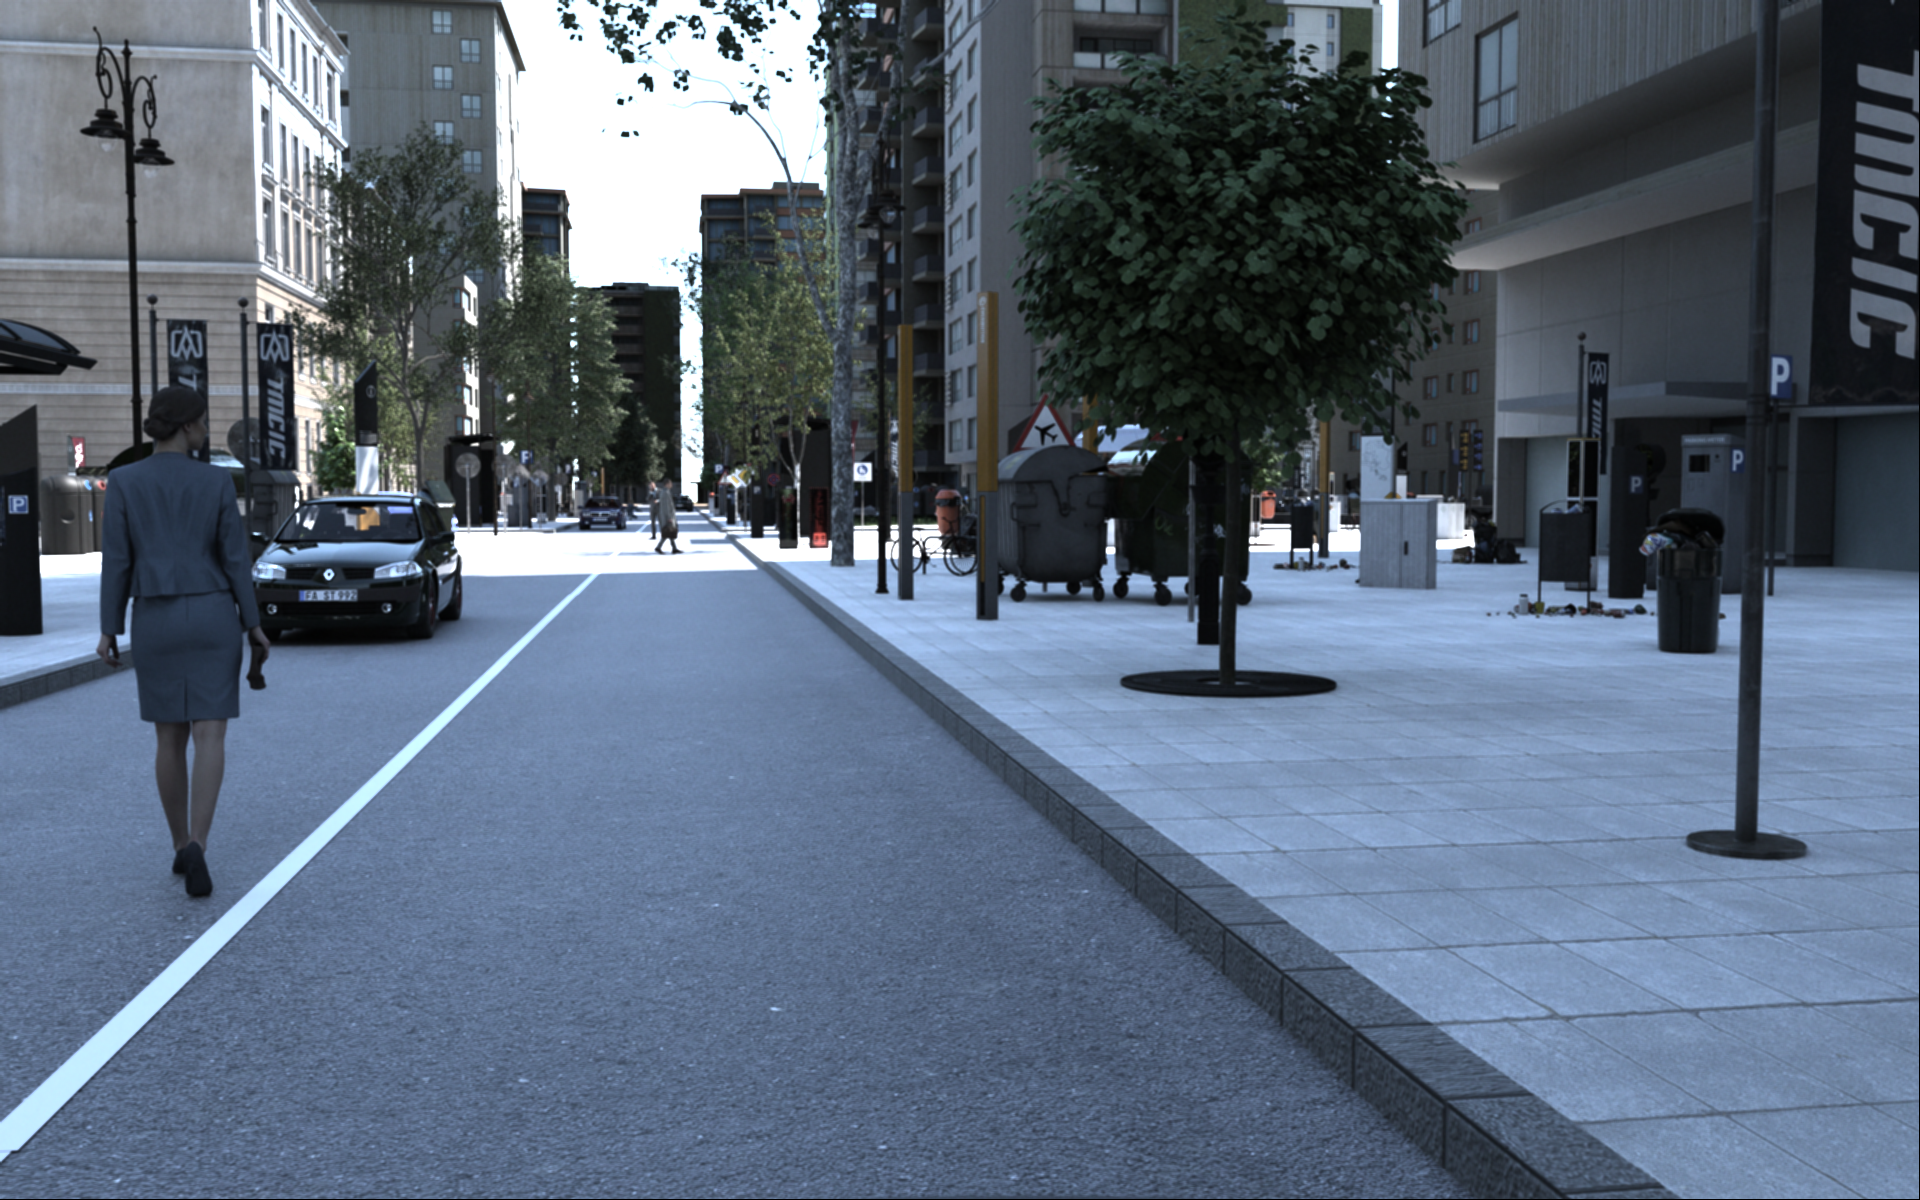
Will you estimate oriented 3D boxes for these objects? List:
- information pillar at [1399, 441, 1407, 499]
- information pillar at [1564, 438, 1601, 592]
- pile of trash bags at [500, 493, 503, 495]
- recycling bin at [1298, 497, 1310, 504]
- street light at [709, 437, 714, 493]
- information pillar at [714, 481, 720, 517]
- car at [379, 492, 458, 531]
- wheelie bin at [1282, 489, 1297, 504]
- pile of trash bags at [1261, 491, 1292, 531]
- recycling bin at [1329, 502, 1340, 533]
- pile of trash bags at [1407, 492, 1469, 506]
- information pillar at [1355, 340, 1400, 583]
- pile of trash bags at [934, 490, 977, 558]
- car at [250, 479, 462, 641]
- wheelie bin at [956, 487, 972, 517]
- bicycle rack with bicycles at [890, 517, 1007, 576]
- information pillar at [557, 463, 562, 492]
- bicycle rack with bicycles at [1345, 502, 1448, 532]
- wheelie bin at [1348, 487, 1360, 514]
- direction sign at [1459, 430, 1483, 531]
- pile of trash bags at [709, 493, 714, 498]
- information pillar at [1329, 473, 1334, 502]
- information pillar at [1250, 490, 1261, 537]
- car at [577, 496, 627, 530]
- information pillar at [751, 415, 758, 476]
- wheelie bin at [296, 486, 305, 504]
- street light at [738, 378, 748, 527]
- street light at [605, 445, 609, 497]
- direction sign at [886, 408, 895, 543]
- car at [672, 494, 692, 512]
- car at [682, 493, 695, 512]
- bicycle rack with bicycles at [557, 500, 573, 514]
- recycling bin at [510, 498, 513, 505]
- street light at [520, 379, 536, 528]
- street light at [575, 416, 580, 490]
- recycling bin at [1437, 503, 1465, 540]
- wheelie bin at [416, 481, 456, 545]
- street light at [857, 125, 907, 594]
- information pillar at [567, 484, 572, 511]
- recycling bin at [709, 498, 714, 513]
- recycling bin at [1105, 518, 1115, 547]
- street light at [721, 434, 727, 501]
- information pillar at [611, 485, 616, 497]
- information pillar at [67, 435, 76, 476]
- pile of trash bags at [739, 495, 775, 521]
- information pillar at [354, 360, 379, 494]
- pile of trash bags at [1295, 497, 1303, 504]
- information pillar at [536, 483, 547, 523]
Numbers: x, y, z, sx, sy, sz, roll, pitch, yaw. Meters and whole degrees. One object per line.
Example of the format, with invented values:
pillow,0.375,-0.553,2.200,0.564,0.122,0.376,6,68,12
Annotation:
information pillar,19.525,-5.210,76.540,0.504,3.616,0.183,-1,4,-13
information pillar,8.232,-1.127,22.911,0.304,2.012,0.304,-1,4,-21
pile of trash bags,-33.060,-7.204,127.538,1.912,1.369,3.447,-3,5,-40
recycling bin,25.399,-7.058,127.948,0.722,1.027,0.722,2,4,24
street light,-19.857,-10.131,138.421,0.468,5.910,1.993,-1,4,-9
information pillar,-13.878,-5.767,98.780,0.304,2.012,0.304,0,4,-4
car,-19.086,-3.032,59.164,3.694,1.707,1.945,-1,4,-10
wheelie bin,20.499,-6.099,107.626,0.980,1.594,0.693,2,4,27
pile of trash bags,9.315,-2.998,58.768,3.447,1.369,1.912,-2,4,-30
recycling bin,12.227,-2.747,57.471,0.722,1.027,0.722,1,4,16
pile of trash bags,22.753,-4.448,82.471,3.447,1.369,1.912,2,4,30
information pillar,5.952,-2.043,24.762,0.504,3.616,0.183,3,5,40
pile of trash bags,0.602,-1.619,36.227,1.912,1.369,3.447,2,4,35
car,-6.299,-0.518,18.256,2.009,1.686,4.222,-1,4,-10
wheelie bin,0.083,-4.166,76.026,0.980,1.594,0.693,3,5,40
bicycle rack with bicycles,0.707,-0.878,27.738,2.925,0.926,2.852,3,4,36
information pillar,-30.544,-8.616,132.223,0.504,3.616,0.183,2,4,33
bicycle rack with bicycles,14.270,-2.668,57.006,2.852,0.926,2.925,0,4,-8
wheelie bin,17.183,-4.107,75.052,0.693,1.594,0.980,1,4,16
direction sign,17.953,-4.216,60.935,0.876,3.537,0.379,-1,4,-12
pile of trash bags,-18.818,-7.703,135.701,1.912,1.369,3.447,1,4,15
information pillar,12.681,-3.378,59.721,0.304,2.012,0.304,3,5,42
information pillar,8.736,-2.868,51.385,0.304,2.012,0.304,-1,4,-11
car,-14.480,-3.527,70.244,1.945,1.354,3.894,0,4,-8
information pillar,-6.029,-3.646,50.959,0.183,3.616,0.504,0,4,8
wheelie bin,-25.046,-3.500,65.136,0.980,1.594,0.693,3,5,43
street light,-8.451,-5.823,67.994,0.468,5.910,1.993,-1,4,-9
street light,-27.403,-9.867,134.117,0.468,5.910,1.993,-1,4,-9
direction sign,-1.876,-3.297,45.911,0.379,3.537,0.876,0,4,1
car,-22.069,-7.732,136.197,2.009,1.686,4.222,-1,4,-10
car,-22.853,-8.129,142.702,2.009,1.686,4.222,-1,4,-9
bicycle rack with bicycles,-26.819,-6.148,113.901,2.852,0.926,2.925,-3,4,-38
recycling bin,-29.345,-6.247,114.699,0.722,1.027,0.722,0,4,-1
street light,-16.048,-5.609,64.496,0.468,5.910,1.993,-1,4,-9
street light,-21.855,-7.737,99.285,0.468,5.910,1.993,-1,4,-9
recycling bin,13.674,-2.209,48.670,0.722,1.027,0.722,-3,4,-37
wheelie bin,-12.277,-1.990,40.451,0.693,1.594,0.980,2,4,28
street light,-1.008,-3.025,22.243,0.468,5.910,1.993,-1,4,-9
information pillar,-28.825,-7.539,127.760,0.304,2.012,0.304,0,4,-6
recycling bin,-16.908,-6.572,120.009,0.722,1.027,0.722,-3,5,-43
recycling bin,3.845,-1.804,42.048,0.722,1.027,0.722,-2,4,-35
street light,-14.145,-8.002,103.617,0.468,5.910,1.993,-1,4,-9
information pillar,-27.558,-8.146,137.682,0.304,2.012,0.304,1,4,12
information pillar,-34.901,-4.700,68.207,0.504,3.616,0.183,1,4,18
pile of trash bags,-9.767,-4.542,84.014,1.912,1.369,3.447,-1,4,-8
information pillar,-10.331,-2.376,30.206,0.183,3.616,0.504,2,4,24
pile of trash bags,13.982,-4.160,77.765,1.912,1.369,3.447,-3,4,-38
information pillar,-18.301,-4.356,75.712,0.304,2.012,0.304,2,4,26
